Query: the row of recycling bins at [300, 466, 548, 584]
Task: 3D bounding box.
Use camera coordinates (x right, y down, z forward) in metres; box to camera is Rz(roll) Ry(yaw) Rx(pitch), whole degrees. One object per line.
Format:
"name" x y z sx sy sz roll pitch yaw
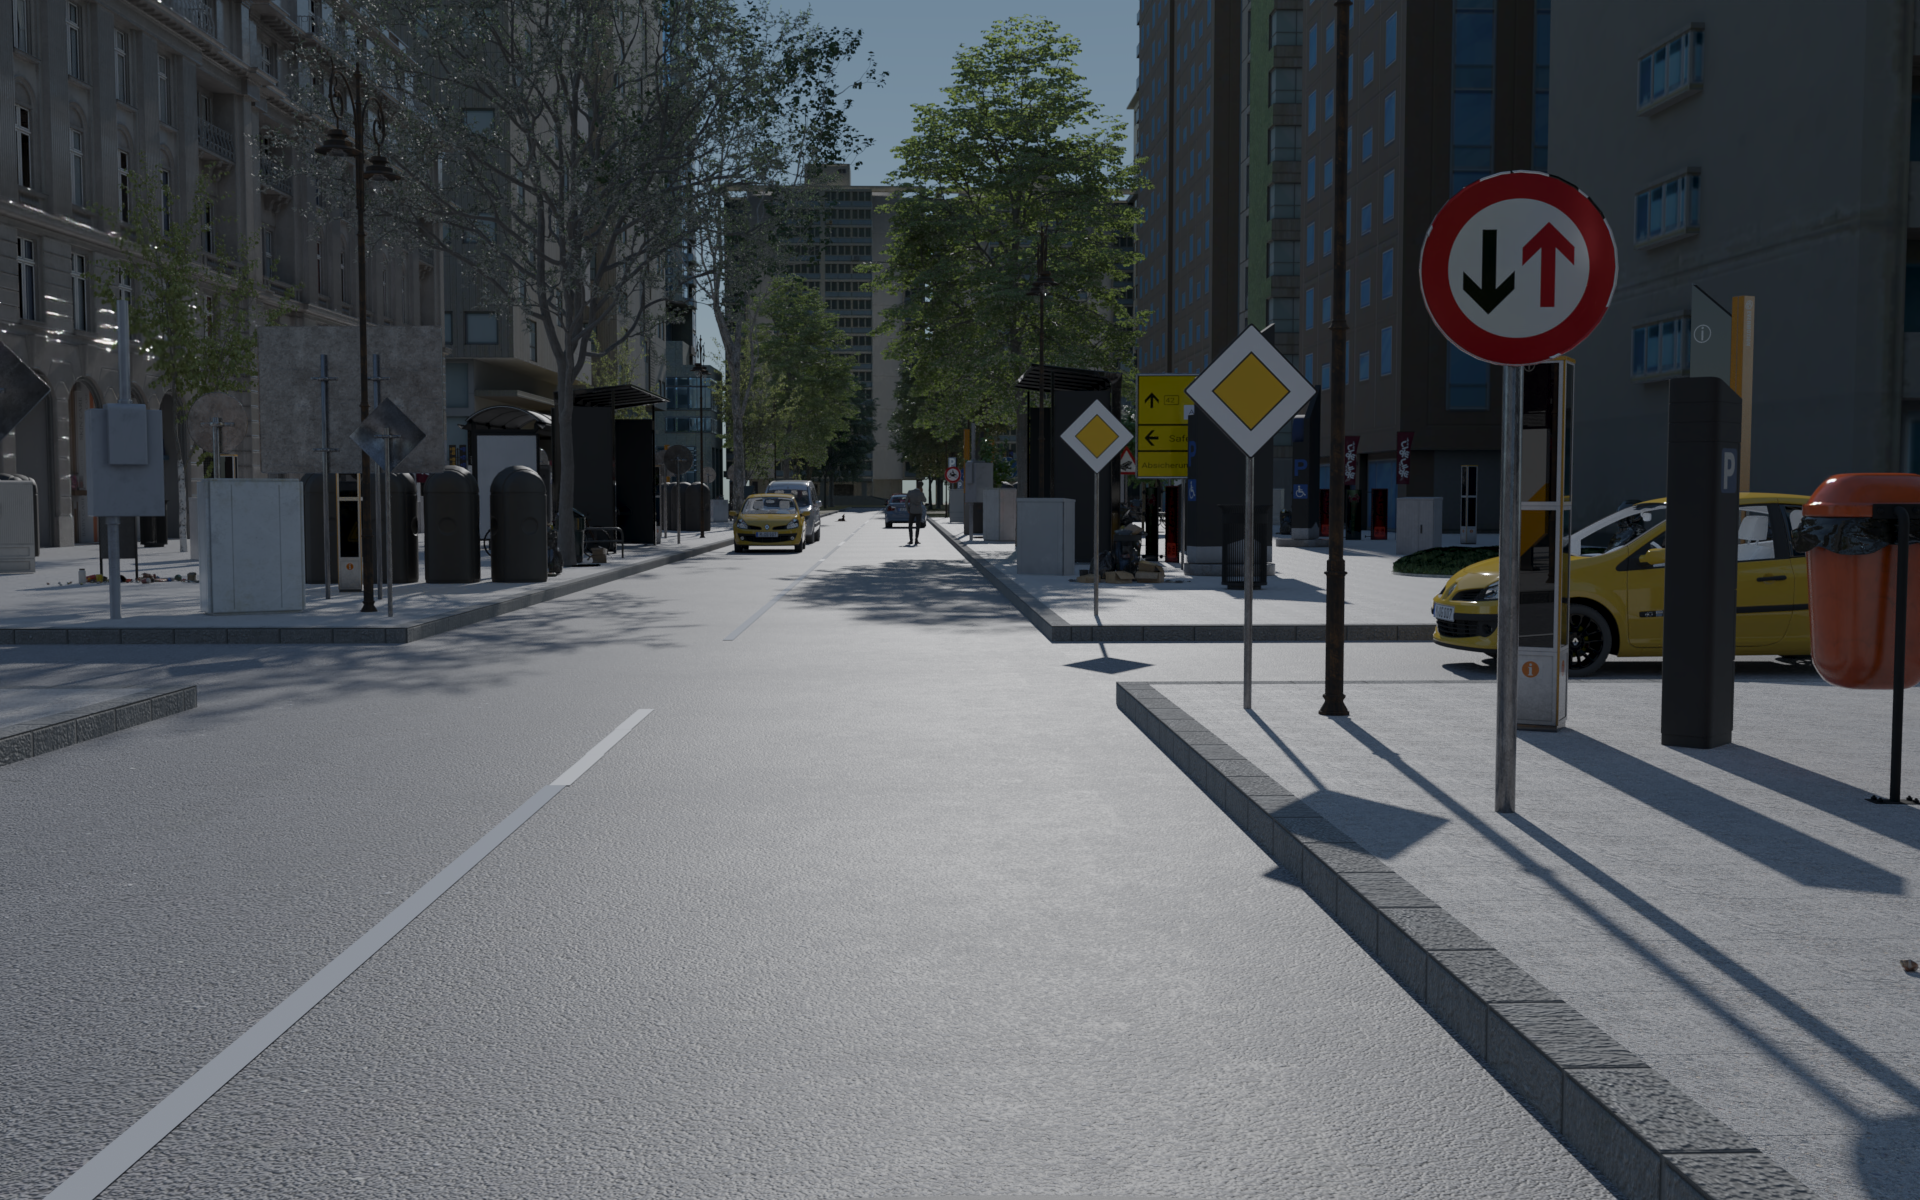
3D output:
"row of recycling bins" -7.782 -1.102 25.130 3.534 1.692 1.069 0 4 -6

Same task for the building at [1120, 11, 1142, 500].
"building" 22.653 -50.546 139.097 22.319 86.520 31.000 0 4 -2

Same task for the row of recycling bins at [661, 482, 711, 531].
"row of recycling bins" -9.803 -3.289 60.888 1.069 1.692 3.534 -2 4 -33

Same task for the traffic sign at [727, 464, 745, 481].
"traffic sign" -9.443 -4.463 73.076 0.768 2.556 0.104 0 4 4

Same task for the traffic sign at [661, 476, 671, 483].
"traffic sign" -13.260 -4.726 77.377 0.768 2.556 0.104 0 4 5

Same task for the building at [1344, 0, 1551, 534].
"building" 20.684 -25.154 61.372 14.600 45.320 14.200 0 4 -2

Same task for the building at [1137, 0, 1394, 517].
"building" 19.957 -28.598 117.690 14.600 45.320 14.200 0 4 -2

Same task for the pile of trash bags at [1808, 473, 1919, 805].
"pile of trash bags" 5.310 0.150 7.301 3.447 1.369 1.912 0 4 4

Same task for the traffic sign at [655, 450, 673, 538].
"traffic sign" -8.518 -3.054 50.033 0.768 2.556 0.104 0 4 0

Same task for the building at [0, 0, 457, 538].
"building" -28.727 -13.735 66.359 13.314 21.916 24.055 0 4 -2

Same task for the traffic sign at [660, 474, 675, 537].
"traffic sign" -8.980 -3.176 51.928 0.884 2.594 0.081 0 4 4

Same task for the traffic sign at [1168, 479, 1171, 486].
"traffic sign" 5.490 -2.766 45.332 0.768 2.556 0.104 0 3 0

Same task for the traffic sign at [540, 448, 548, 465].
"traffic sign" -11.496 -2.857 46.814 0.768 2.556 0.104 0 4 8

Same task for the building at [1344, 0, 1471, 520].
"building" 20.738 -27.730 103.502 14.600 45.320 14.200 0 4 -2

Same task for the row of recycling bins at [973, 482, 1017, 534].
"row of recycling bins" 1.694 -3.078 57.441 1.069 1.692 3.534 3 5 41

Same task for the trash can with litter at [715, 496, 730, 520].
"trash can with litter" -11.940 -4.512 84.823 2.233 1.210 1.678 3 5 39

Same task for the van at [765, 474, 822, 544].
"van" -5.053 -2.705 51.238 2.013 2.044 4.112 0 4 -1

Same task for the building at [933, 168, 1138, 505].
"building" 8.423 -31.550 207.726 23.993 40.220 32.217 0 4 -2

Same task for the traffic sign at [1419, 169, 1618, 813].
"traffic sign" 2.202 -0.417 6.920 0.768 2.556 0.104 0 4 5

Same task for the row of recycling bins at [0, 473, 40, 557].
"row of recycling bins" -19.126 -1.653 34.136 1.069 1.692 3.534 0 4 -7

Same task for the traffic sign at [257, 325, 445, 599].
"traffic sign" -7.381 -1.659 21.000 2.265 3.308 0.079 0 4 3

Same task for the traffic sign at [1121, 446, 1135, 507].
"traffic sign" 4.519 -2.877 47.041 0.884 2.594 0.081 0 4 6

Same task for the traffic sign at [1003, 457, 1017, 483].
"traffic sign" 1.630 -3.633 59.499 0.768 2.556 0.104 0 4 3

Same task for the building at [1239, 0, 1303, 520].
"building" 20.636 -24.466 83.610 14.154 41.232 14.086 0 4 -2

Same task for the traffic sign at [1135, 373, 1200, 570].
"traffic sign" 4.089 -2.160 29.184 2.265 3.308 0.079 0 4 3

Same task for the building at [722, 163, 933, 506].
"building" -15.773 -31.461 206.262 23.993 40.220 32.217 0 4 -2

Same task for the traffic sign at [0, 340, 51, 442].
"traffic sign" -5.674 -0.393 10.063 0.795 2.450 0.064 0 4 -2

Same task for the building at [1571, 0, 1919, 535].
"building" 26.033 -25.492 40.500 21.600 48.544 21.300 0 4 -2

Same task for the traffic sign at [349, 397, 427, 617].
"traffic sign" -5.952 -0.881 18.044 0.795 2.450 0.064 0 4 -2

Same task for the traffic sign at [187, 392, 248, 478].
"traffic sign" -9.273 -1.317 21.639 0.768 2.556 0.104 0 4 1

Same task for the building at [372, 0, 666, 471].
"building" -38.602 -33.644 139.321 27.495 52.752 28.713 0 4 -2

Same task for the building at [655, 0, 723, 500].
"building" -43.350 -54.142 197.894 31.000 86.520 22.319 0 4 -2

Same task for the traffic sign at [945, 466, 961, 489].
"traffic sign" -0.321 -4.856 79.503 0.768 2.556 0.104 0 4 7

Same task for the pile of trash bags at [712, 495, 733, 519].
"pile of trash bags" -11.991 -4.900 89.871 3.447 1.369 1.912 -3 4 -36

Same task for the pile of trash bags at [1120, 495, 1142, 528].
"pile of trash bags" 3.004 -2.144 44.811 1.912 1.369 3.447 -3 5 -40

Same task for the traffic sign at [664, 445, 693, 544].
"traffic sign" -7.243 -2.717 44.534 0.768 2.556 0.104 0 4 3

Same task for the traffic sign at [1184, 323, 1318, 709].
"traffic sign" 1.717 -0.407 10.300 0.795 2.450 0.064 0 4 -2

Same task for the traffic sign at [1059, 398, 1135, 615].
"traffic sign" 1.438 -0.895 18.280 0.795 2.450 0.064 0 4 -2

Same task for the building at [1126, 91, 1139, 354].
"building" 35.197 -37.714 205.854 27.495 52.752 28.713 0 4 -2

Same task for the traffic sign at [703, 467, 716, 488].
"traffic sign" -11.731 -4.923 80.589 0.768 2.556 0.104 0 4 5

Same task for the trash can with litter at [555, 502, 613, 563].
"trash can with litter" -7.018 -1.280 32.313 1.055 1.170 0.624 -1 4 -11

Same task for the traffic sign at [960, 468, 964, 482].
"traffic sign" 0.353 -4.939 80.851 0.768 2.556 0.104 0 4 8

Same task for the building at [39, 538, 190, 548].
"building" -27.538 -12.268 42.376 13.314 21.916 24.055 0 4 -2
